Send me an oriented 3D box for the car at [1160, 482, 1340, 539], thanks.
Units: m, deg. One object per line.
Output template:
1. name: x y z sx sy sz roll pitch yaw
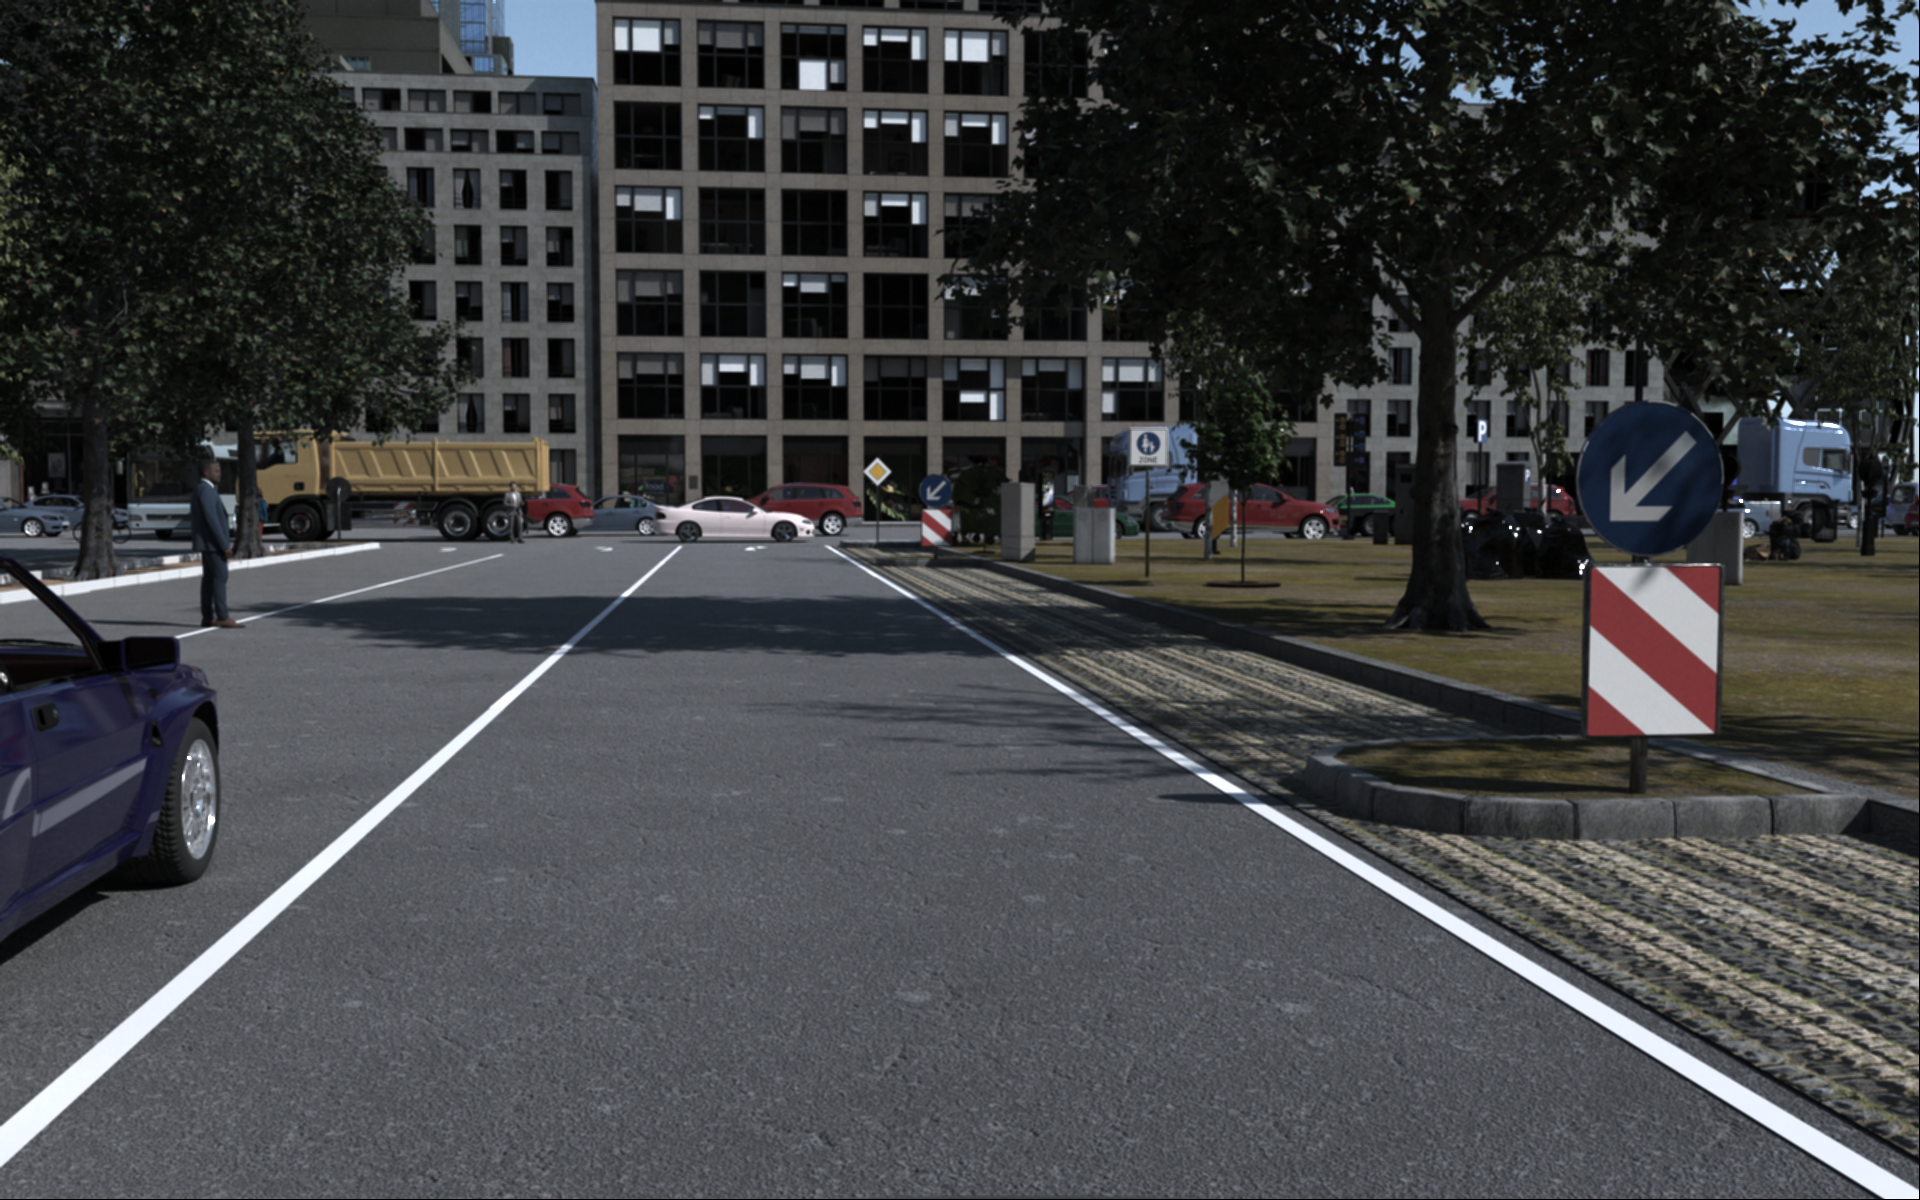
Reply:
1. car: 8.608 -2.610 51.341 5.304 1.827 2.281 0 4 -5

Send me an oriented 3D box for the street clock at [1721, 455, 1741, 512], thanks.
1. street clock: 14.104 -1.673 31.928 0.471 2.002 0.358 3 4 39

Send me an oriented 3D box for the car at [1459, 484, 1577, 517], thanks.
1. car: 20.132 -3.399 64.252 5.304 1.827 2.281 0 4 -7

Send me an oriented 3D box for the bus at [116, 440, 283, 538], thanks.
1. bus: -25.202 -3.929 59.096 2.948 3.499 13.247 0 4 -8

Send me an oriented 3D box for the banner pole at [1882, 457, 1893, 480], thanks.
1. banner pole: 57.726 -7.204 107.805 0.401 3.779 0.863 -3 4 -38

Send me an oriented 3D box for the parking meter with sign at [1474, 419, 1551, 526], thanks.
1. parking meter with sign: 12.794 -2.677 40.027 1.738 3.016 0.543 3 5 41

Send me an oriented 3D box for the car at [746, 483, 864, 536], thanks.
1. car: -5.962 -3.118 59.658 5.304 1.827 2.281 -1 4 -9

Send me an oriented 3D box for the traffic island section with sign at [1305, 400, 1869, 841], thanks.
1. traffic island section with sign: 2.718 0.033 8.083 1.989 1.847 2.006 0 4 -7

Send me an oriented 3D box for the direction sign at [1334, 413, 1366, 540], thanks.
1. direction sign: 10.914 -3.459 48.552 0.876 3.537 0.379 0 4 -1

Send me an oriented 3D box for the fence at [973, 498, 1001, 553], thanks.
1. fence: 0.923 -1.678 38.642 0.480 1.192 2.264 1 4 22

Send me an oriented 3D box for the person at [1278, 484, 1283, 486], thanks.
1. person: 12.711 -3.681 68.666 0.573 1.828 0.580 -1 4 -12

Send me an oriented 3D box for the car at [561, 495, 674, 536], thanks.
1. car: -12.056 -2.935 59.994 4.499 1.417 2.014 0 4 -5

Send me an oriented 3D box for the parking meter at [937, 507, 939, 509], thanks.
1. parking meter: -1.235 -5.853 104.109 0.372 1.533 0.369 0 3 0

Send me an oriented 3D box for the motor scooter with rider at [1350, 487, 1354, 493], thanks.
1. motor scooter with rider: 16.857 -4.099 75.990 1.986 1.779 0.876 0 4 -6

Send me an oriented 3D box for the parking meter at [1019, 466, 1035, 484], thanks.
1. parking meter: 1.418 -1.896 36.716 0.255 1.863 0.399 -1 4 -19

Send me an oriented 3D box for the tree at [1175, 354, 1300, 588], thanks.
1. tree: 3.816 -1.804 24.096 1.663 3.219 1.824 0 3 0

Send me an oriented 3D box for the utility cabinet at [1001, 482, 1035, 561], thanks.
1. utility cabinet: 1.115 -1.492 33.066 0.318 1.500 1.173 -1 4 -16

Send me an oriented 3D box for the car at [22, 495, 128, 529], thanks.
1. car: -35.458 -3.502 69.260 4.499 1.417 2.014 -1 4 -9

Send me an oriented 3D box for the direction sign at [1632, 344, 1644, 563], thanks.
1. direction sign: 9.581 -1.988 24.505 0.379 3.537 0.876 1 4 17

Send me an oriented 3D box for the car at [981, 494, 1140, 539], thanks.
1. car: 2.891 -2.418 51.336 4.920 1.459 2.131 0 4 -7

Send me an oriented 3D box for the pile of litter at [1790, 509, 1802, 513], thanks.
1. pile of litter: 24.077 -2.226 50.365 1.719 0.858 1.176 0 4 1

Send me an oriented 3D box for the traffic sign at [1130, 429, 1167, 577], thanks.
1. traffic sign: 2.898 -1.505 26.740 0.606 2.300 0.079 0 4 -2

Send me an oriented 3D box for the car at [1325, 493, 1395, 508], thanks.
1. car: 15.931 -3.783 70.656 4.718 1.807 1.959 0 4 -7

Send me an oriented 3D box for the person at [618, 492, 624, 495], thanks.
1. person: -13.857 -3.712 71.559 0.546 1.535 0.453 -2 4 -35

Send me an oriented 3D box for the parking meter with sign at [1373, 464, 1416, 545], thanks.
1. parking meter with sign: 11.343 -2.902 43.710 1.738 3.016 0.543 1 4 21

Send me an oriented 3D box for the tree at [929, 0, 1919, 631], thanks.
1. tree: 4.483 -6.077 16.374 9.611 12.733 9.660 0 3 0

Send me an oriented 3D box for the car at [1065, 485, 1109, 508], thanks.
1. car: 5.436 -3.936 73.027 5.304 1.827 2.281 0 4 -6

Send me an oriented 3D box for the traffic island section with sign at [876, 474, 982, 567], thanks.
1. traffic island section with sign: -0.669 -1.602 34.826 1.989 1.847 2.006 0 4 -7

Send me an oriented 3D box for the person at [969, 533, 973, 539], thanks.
1. person: 0.425 -2.858 55.352 0.434 1.807 0.598 2 4 27

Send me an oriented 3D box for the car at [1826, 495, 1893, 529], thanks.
1. car: 38.075 -3.673 72.056 4.499 1.417 2.014 -1 4 -8

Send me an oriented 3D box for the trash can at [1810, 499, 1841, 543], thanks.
1. trash can: 22.926 -2.096 45.920 0.748 1.137 0.748 0 3 0

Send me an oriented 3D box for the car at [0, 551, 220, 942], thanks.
1. car: -3.475 0.457 5.113 1.945 1.354 3.894 -1 4 -9

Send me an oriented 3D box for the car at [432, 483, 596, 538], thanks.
1. car: -14.761 -2.973 57.285 5.304 1.827 2.281 -1 4 -9

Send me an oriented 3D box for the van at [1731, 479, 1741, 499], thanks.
1. van: 28.925 -3.843 67.219 5.245 2.365 2.240 -1 4 -8

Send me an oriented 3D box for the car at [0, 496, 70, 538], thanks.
1. car: -32.137 -2.796 57.711 4.499 1.417 2.014 0 4 -6

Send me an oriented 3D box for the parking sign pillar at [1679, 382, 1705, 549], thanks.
1. parking sign pillar: 17.192 -3.218 41.090 1.447 3.967 1.447 0 4 4

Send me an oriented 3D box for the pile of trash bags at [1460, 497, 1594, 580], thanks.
1. pile of trash bags: 9.193 -1.034 26.661 3.447 1.369 1.912 0 4 1

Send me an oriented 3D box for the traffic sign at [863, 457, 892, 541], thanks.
1. traffic sign: -2.236 -2.647 46.925 0.795 2.450 0.064 0 4 -7

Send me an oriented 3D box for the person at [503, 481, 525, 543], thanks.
1. person: -12.979 -2.559 50.541 0.583 1.804 0.606 3 5 44

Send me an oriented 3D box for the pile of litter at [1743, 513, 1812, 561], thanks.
1. pile of litter: 15.756 -1.214 33.810 1.719 0.858 1.176 -2 4 -33

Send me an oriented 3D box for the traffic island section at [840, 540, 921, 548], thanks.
1. traffic island section: -2.213 -1.512 47.005 2.009 0.180 2.903 0 4 -7

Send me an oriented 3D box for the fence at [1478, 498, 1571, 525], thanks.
1. fence: 12.188 -1.609 37.502 2.264 1.192 0.480 3 5 44

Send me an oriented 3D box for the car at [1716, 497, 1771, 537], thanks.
1. car: 23.509 -2.649 55.316 4.499 1.417 2.014 0 4 -7

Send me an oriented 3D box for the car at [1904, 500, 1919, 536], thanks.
1. car: 32.766 -2.850 55.645 4.494 1.783 2.155 0 4 -8

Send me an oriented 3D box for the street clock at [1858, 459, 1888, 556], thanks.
1. street clock: 18.868 -1.919 35.944 0.358 2.002 0.471 -1 4 -9

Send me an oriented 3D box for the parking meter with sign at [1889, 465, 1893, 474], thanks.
1. parking meter with sign: 54.412 -6.519 102.849 1.738 3.016 0.543 0 4 7

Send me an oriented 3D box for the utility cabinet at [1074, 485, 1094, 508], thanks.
1. utility cabinet: 3.113 -2.122 43.378 0.318 1.500 1.173 1 4 15

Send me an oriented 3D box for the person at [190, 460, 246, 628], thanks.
1. person: -8.054 -0.610 18.651 0.419 1.800 0.721 -3 5 -43

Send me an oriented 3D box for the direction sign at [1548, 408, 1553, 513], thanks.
1. direction sign: 15.686 -3.305 46.034 0.379 3.537 0.876 1 4 18

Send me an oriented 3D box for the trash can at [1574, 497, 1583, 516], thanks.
1. trash can: 29.459 -4.307 82.068 0.748 1.137 0.748 0 3 0

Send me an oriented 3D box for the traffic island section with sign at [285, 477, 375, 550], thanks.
1. traffic island section with sign: -16.442 -2.282 45.447 2.006 1.907 1.989 0 4 -7

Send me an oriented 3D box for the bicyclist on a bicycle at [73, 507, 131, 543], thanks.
1. bicyclist on a bicycle: -24.870 -2.456 50.182 1.625 1.676 1.499 0 4 -6

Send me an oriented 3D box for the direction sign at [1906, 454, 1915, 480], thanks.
1. direction sign: 53.411 -6.448 97.428 0.876 3.537 0.379 -2 4 -35

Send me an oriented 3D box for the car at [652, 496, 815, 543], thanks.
1. car: -6.760 -2.410 51.762 4.827 1.381 2.083 -1 4 -8

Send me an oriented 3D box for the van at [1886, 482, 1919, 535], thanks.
1. van: 34.309 -3.232 59.852 4.112 2.044 2.013 -1 4 -9

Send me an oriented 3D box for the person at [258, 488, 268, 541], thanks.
1. person: -19.559 -2.319 48.125 0.593 1.614 0.444 0 4 4
